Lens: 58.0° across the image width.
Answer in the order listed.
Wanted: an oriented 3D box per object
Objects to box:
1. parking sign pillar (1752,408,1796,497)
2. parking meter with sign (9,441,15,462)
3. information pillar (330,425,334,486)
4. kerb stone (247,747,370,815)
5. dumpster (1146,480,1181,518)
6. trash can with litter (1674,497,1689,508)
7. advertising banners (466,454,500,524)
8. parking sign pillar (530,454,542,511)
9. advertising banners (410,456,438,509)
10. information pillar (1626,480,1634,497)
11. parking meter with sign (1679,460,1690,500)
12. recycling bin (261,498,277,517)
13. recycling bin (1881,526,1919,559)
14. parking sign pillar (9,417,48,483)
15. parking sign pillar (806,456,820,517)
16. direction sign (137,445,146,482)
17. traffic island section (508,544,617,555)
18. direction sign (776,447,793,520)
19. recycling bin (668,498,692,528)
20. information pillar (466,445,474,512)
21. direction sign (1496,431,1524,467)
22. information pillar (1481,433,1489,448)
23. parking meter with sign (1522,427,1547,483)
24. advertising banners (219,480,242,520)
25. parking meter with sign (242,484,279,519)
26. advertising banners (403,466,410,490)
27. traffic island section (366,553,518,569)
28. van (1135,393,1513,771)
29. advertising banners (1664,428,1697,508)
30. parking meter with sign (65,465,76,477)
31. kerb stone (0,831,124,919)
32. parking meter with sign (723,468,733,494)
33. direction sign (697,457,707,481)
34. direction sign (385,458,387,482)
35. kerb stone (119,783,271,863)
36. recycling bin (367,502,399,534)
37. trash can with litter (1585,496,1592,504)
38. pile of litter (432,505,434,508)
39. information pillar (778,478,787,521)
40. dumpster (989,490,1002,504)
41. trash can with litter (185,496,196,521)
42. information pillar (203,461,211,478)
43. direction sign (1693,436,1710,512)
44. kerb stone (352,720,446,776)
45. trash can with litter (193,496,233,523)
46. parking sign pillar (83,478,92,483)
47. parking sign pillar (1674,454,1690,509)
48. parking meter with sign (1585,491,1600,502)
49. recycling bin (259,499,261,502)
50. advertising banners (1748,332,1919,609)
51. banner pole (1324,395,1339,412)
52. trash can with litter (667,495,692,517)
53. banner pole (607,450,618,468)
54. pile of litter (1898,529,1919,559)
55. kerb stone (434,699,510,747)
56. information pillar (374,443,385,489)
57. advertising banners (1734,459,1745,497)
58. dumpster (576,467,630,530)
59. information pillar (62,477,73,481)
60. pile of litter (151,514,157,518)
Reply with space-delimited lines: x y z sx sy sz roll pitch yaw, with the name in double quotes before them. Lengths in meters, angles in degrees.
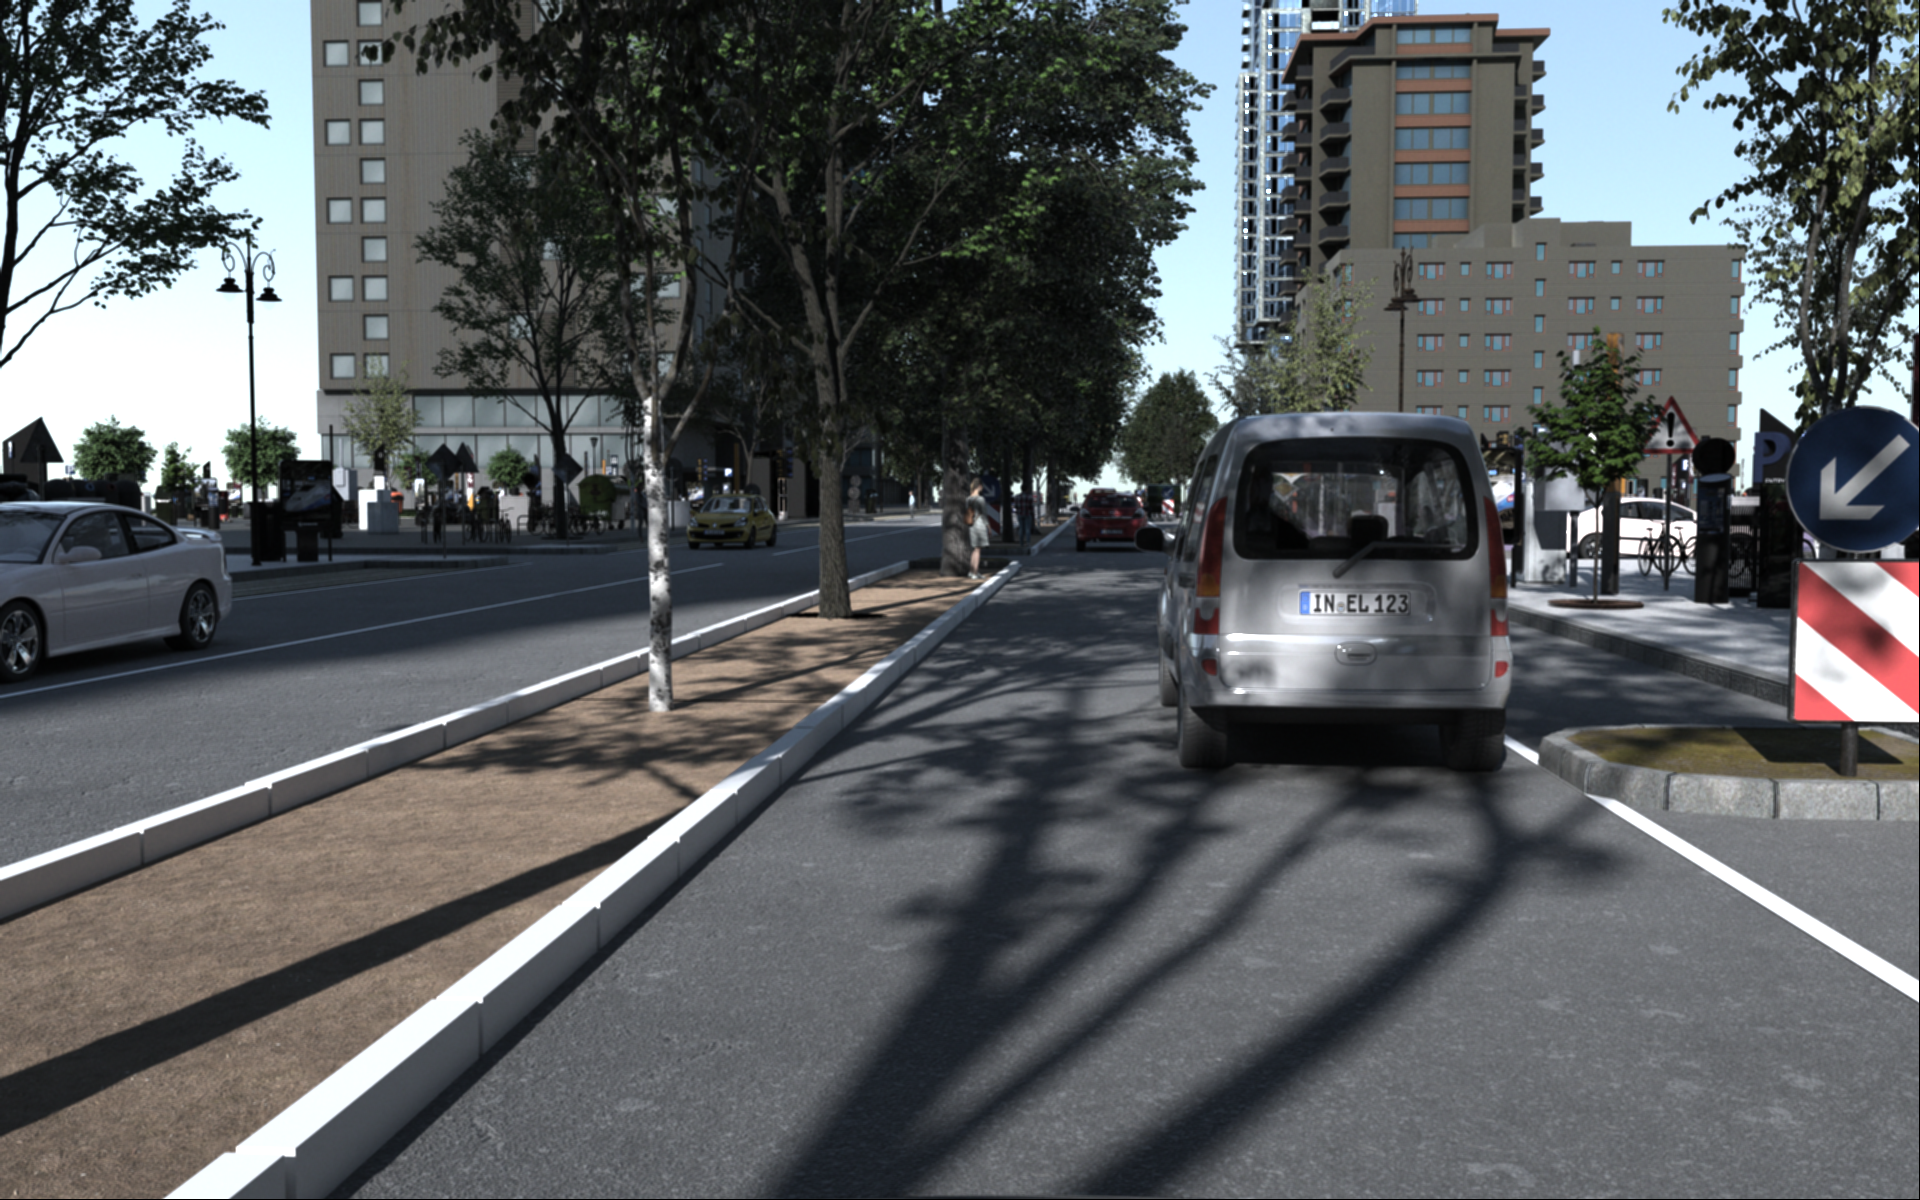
"parking sign pillar" 25.371 -4.002 53.910 1.447 3.967 1.447 -2 4 -28
"parking meter with sign" -32.060 -3.711 56.937 1.738 3.016 0.543 -3 4 -38
"information pillar" -21.241 -4.113 58.604 0.183 3.616 0.504 -1 4 -19
"kerb stone" -3.073 0.857 8.186 0.120 0.150 1.000 0 4 5
"dumpster" 11.720 -5.790 99.621 1.985 2.255 1.502 0 4 4
"trash can with litter" 38.723 -5.067 93.905 1.678 1.210 2.233 -3 5 -39
"advertising banners" -20.801 -4.847 75.440 2.074 3.025 0.090 2 4 31
"parking sign pillar" -28.579 -7.844 116.729 1.447 3.967 1.447 -2 4 -27
"advertising banners" -24.816 -5.155 80.471 0.090 3.025 2.074 1 4 12
"information pillar" 35.873 -5.401 92.801 0.304 2.012 0.304 0 4 3
"parking meter with sign" 36.873 -5.616 88.090 0.543 3.016 1.738 1 4 16
"recycling bin" -40.924 -5.539 103.121 0.722 1.027 0.722 2 4 33
"recycling bin" 13.449 -0.757 24.933 0.722 1.027 0.722 1 4 20
"parking sign pillar" -32.564 -4.396 60.351 1.447 3.967 1.447 -1 4 -8
"parking sign pillar" -8.224 -6.757 98.944 1.447 3.967 1.447 0 4 -3
"direction sign" -35.753 -5.084 75.113 0.876 3.537 0.379 0 4 -2
"traffic island section" -9.636 -1.235 42.479 2.009 0.180 2.903 0 4 5
"direction sign" -8.552 -5.653 84.418 0.876 3.537 0.379 -2 4 -32
"recycling bin" -10.720 -3.271 66.038 0.722 1.027 0.722 -2 4 -29
"information pillar" -23.435 -5.594 82.823 0.183 3.616 0.504 -3 5 -42
"direction sign" 19.781 -4.296 62.235 0.876 3.537 0.379 1 4 12
"information pillar" 20.032 -4.578 66.210 0.183 3.616 0.504 -1 4 -14
"parking meter with sign" 14.570 -3.030 45.798 0.543 3.016 1.738 -3 5 -42
"advertising banners" -35.536 -5.335 83.415 2.074 3.025 0.090 -1 4 -9
"parking meter with sign" -36.040 -5.686 89.233 1.738 3.016 0.543 -2 4 -26
"advertising banners" -33.969 -6.901 109.024 2.074 3.025 0.090 -2 4 -32
"traffic island section" -10.290 -0.749 34.521 2.009 0.180 2.903 0 4 5
"van" 2.070 -0.205 10.366 2.013 2.044 4.112 0 4 4
"advertising banners" 18.824 -3.000 45.232 0.090 3.025 2.074 3 5 43
"parking meter with sign" -54.317 -6.662 105.179 1.738 3.016 0.543 3 5 42
"kerb stone" -3.243 0.992 6.150 0.120 0.150 1.000 0 4 5
"parking meter with sign" -15.701 -7.349 116.420 0.543 3.016 1.738 0 4 2
"direction sign" -15.936 -7.047 107.209 0.876 3.537 0.379 3 5 40
"direction sign" -36.021 -7.100 108.078 0.876 3.537 0.379 2 4 34
"kerb stone" -3.160 0.929 7.168 0.120 0.150 1.000 0 4 5
"recycling bin" -18.664 -2.658 56.020 0.722 1.027 0.722 2 4 30
"trash can with litter" 29.147 -4.450 83.809 2.233 1.210 1.678 -1 4 -16
"pile of litter" -23.585 -3.923 78.114 1.719 0.858 1.176 0 4 3
"information pillar" -8.315 -4.699 81.319 0.304 2.012 0.304 2 4 26
"dumpster" 4.115 -12.156 206.971 1.865 1.857 1.264 0 4 6
"trash can with litter" -37.275 -4.447 84.097 0.624 1.170 1.055 -2 4 -28
"information pillar" -52.121 -7.865 119.949 0.504 3.616 0.183 -1 4 -10
"direction sign" 28.707 -4.610 67.362 0.379 3.537 0.876 -3 4 -37
"kerb stone" -2.995 0.794 9.208 0.120 0.150 1.000 0 4 5
"trash can with litter" -34.108 -4.154 78.973 1.678 1.210 2.233 2 4 31
"parking sign pillar" -36.917 -5.222 73.857 1.447 3.967 1.447 0 4 -4
"parking sign pillar" 45.822 -7.442 110.151 1.447 3.967 1.447 -1 4 -20
"parking meter with sign" 27.174 -4.790 74.574 0.543 3.016 1.738 -2 4 -35
"recycling bin" -48.113 -6.546 119.580 0.722 1.027 0.722 -2 4 -35
"advertising banners" 9.849 -1.398 19.047 2.074 3.025 0.090 2 4 25
"banner pole" 9.349 -3.279 43.625 0.401 3.779 0.863 3 5 42
"trash can with litter" -15.327 -5.229 96.557 2.233 1.210 1.678 3 5 44
"banner pole" -19.679 -6.603 97.973 0.863 3.779 0.401 1 4 21
"pile of litter" 11.909 -0.463 21.529 1.719 0.858 1.176 3 5 41
"kerb stone" -2.904 0.732 10.226 0.120 0.150 1.000 0 4 5
"information pillar" -26.618 -5.391 79.499 0.504 3.616 0.183 1 4 10
"advertising banners" 38.252 -5.434 85.041 0.090 3.025 2.074 3 4 36
"dumpster" -12.795 -3.644 62.069 1.502 2.255 1.985 0 4 5
"information pillar" -38.739 -4.329 75.263 0.304 2.012 0.304 1 4 18
"pile of litter" -46.996 -5.231 99.497 1.176 0.858 1.719 3 4 38
